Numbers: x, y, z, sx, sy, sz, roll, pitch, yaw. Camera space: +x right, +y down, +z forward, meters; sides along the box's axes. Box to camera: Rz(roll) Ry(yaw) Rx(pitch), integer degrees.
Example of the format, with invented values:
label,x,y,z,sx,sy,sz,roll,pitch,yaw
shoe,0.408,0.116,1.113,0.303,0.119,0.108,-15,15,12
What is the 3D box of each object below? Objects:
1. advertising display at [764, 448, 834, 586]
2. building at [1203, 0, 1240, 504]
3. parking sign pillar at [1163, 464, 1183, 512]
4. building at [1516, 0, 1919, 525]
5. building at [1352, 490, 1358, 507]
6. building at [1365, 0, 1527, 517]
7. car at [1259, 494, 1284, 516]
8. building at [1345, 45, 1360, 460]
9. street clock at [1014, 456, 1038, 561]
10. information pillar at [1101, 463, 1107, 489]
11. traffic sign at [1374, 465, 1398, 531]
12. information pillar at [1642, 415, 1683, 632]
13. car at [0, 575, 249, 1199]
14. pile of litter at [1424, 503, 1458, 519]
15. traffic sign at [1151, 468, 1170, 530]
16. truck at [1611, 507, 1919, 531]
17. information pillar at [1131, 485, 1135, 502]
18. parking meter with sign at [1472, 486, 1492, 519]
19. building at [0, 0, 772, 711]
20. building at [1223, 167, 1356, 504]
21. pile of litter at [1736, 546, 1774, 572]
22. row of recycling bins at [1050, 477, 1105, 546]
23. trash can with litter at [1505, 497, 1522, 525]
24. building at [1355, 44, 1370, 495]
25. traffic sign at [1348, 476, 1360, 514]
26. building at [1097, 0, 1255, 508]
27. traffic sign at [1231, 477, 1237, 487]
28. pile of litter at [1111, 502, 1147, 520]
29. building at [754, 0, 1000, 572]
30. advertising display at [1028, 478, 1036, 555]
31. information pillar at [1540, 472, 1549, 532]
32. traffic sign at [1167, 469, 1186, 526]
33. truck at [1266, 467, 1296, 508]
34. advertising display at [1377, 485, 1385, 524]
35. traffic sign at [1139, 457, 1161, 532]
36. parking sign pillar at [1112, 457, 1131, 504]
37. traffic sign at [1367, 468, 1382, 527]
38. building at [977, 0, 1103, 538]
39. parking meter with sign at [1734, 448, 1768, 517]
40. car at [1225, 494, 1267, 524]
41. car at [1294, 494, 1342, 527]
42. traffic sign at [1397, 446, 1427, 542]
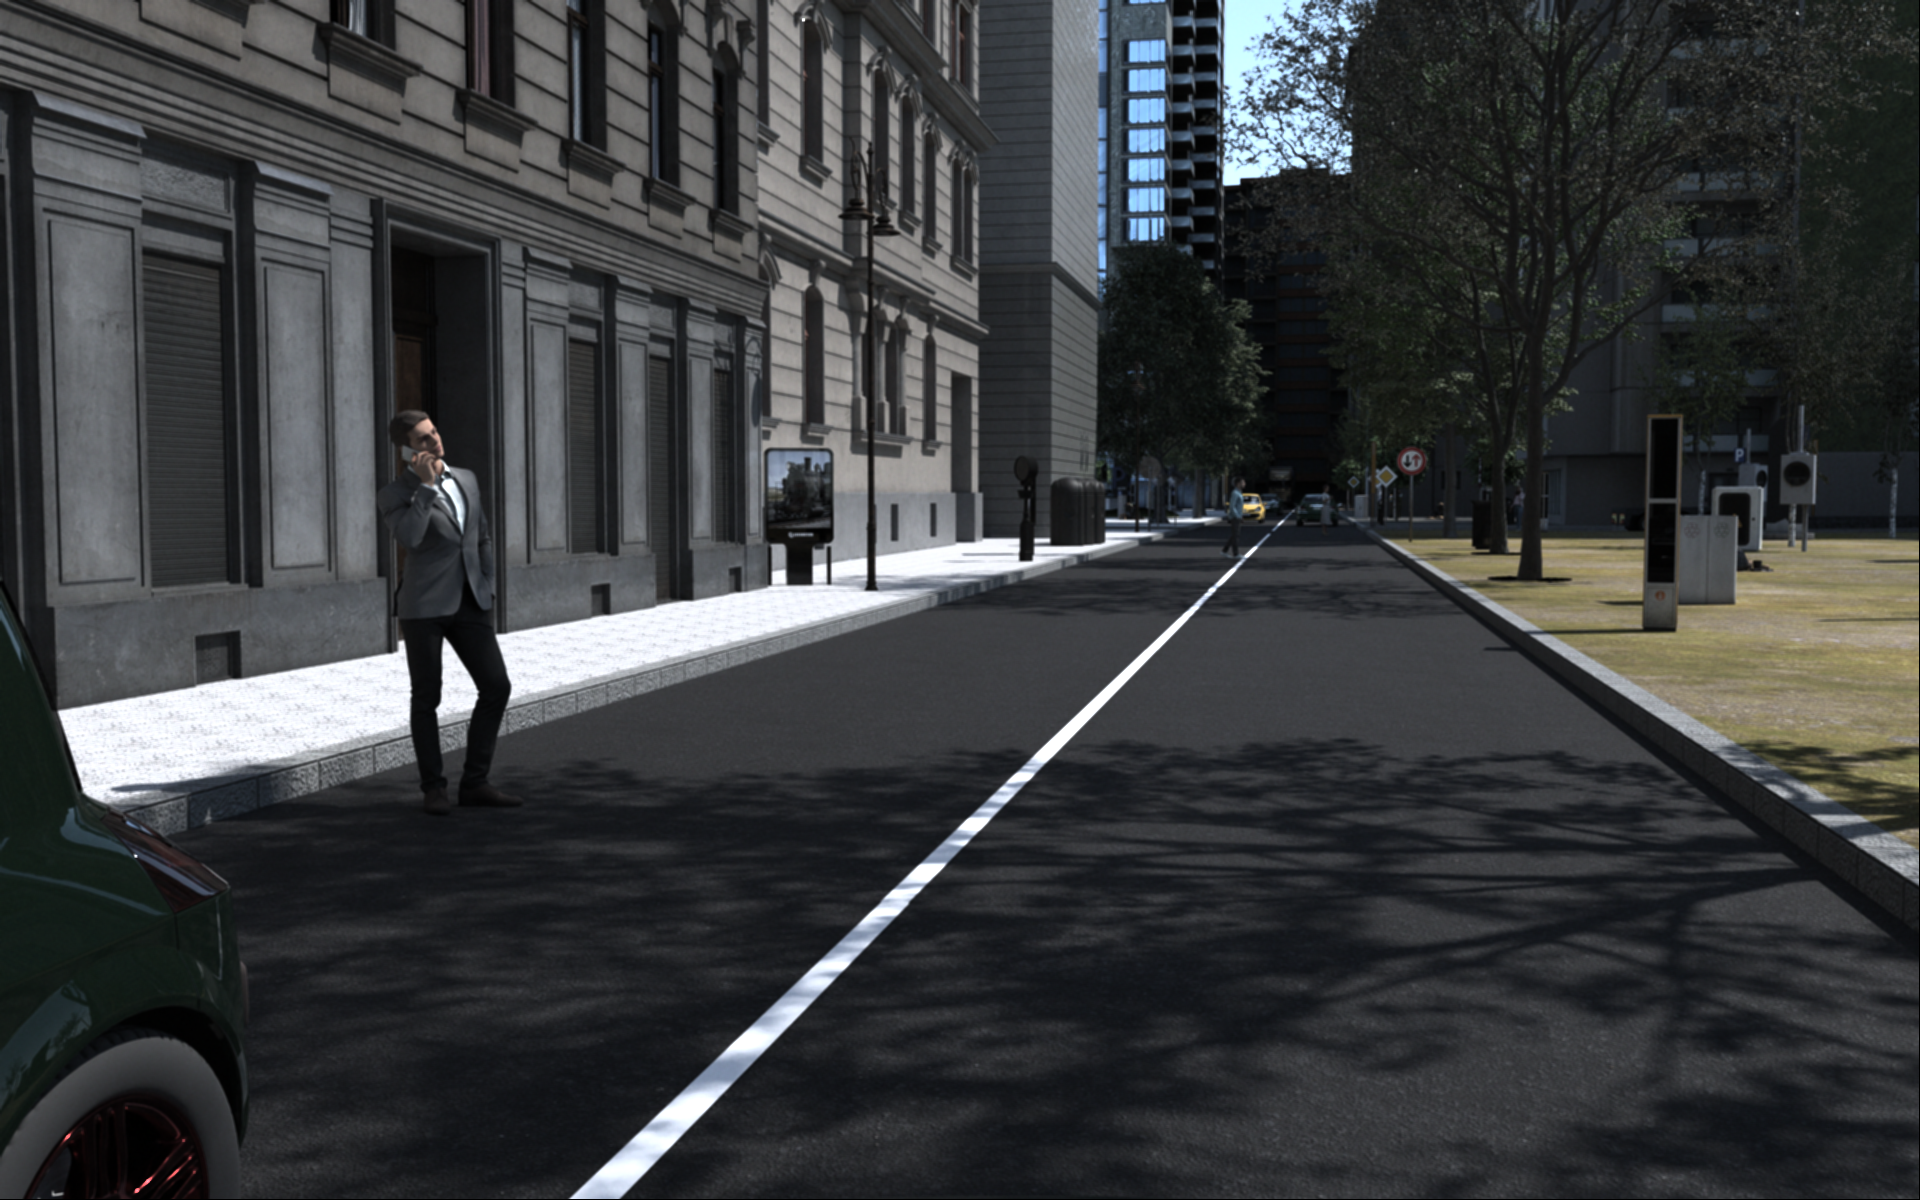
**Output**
label,x,y,z,sx,sy,sz,roll,pitch,yaw
advertising display,-2.261,-1.169,24.321,0.974,1.923,0.123,-1,4,-17
building,19.755,-45.674,185.026,20.563,71.187,20.611,1,4,11
parking sign pillar,15.611,-8.471,126.981,1.447,3.967,1.447,0,3,0
building,31.528,-23.776,72.331,14.086,41.232,14.154,1,4,11
building,50.504,-45.020,174.323,20.563,71.187,20.611,1,4,11
building,31.877,-20.374,104.818,14.160,30.474,14.107,1,4,11
car,20.522,-6.334,115.353,2.131,1.459,4.920,1,4,13
building,58.505,-37.219,197.765,28.713,52.752,27.495,1,4,11
street clock,1.262,-1.743,33.064,0.358,2.002,0.471,-2,4,-35
information pillar,10.397,-8.172,124.972,0.504,3.616,0.183,-2,4,-31
traffic sign,14.730,-3.441,59.909,0.795,2.450,0.064,1,4,11
information pillar,6.576,-0.717,16.214,0.304,2.012,0.304,1,4,23
car,-2.331,0.517,1.337,2.009,1.686,4.222,1,4,12
pile of litter,24.614,-4.555,88.444,1.719,0.858,1.176,1,4,20
traffic sign,7.045,-3.537,61.479,0.795,2.450,0.064,1,4,11
truck,32.549,-4.277,59.690,18.799,4.110,2.967,1,4,10
information pillar,13.765,-8.187,138.351,0.304,2.012,0.304,0,4,-7
parking meter with sign,27.586,-5.780,90.760,1.738,3.016,0.543,-2,4,-33
building,-8.982,-10.157,15.217,9.793,20.994,18.267,1,4,11
building,45.885,-35.530,235.543,28.867,44.769,22.147,1,4,11
pile of litter,12.930,-0.943,29.378,1.176,0.858,1.719,-1,4,-19
row of recycling bins,3.073,-2.273,44.281,1.069,1.692,3.534,1,4,16
trash can with litter,23.253,-3.749,72.689,1.055,1.170,0.624,-1,4,-10
building,43.738,-31.108,158.730,14.600,45.320,14.200,1,4,11
traffic sign,24.750,-6.589,108.915,0.795,2.450,0.064,1,4,17
building,19.647,-54.726,207.437,31.000,86.520,22.319,1,4,11
traffic sign,20.381,-7.814,127.865,0.768,2.556,0.104,1,4,21
pile of litter,8.441,-4.436,86.499,1.719,0.858,1.176,2,4,27
building,-7.678,-15.234,36.458,14.401,28.519,23.554,1,4,11
advertising display,1.514,-1.940,36.936,0.123,1.923,0.974,0,4,-3
information pillar,19.707,-3.311,58.623,0.304,2.012,0.304,3,5,45
traffic sign,8.629,-4.016,69.306,0.795,2.450,0.064,1,4,11
truck,33.657,-11.754,181.091,2.839,4.237,11.283,1,4,13
advertising display,17.735,-4.148,73.041,0.123,1.923,0.974,0,4,2
traffic sign,6.471,-3.610,59.133,0.768,2.556,0.104,1,4,20
parking sign pillar,11.498,-8.254,123.433,1.447,3.967,1.447,2,4,35
traffic sign,16.314,-3.920,67.736,0.795,2.450,0.064,1,4,11
building,-10.690,-17.140,57.736,29.804,29.767,11.434,1,4,11
parking meter with sign,30.215,-4.245,65.663,1.738,3.016,0.543,-1,4,-19
car,14.065,-4.573,84.991,2.015,1.641,3.980,1,4,12
car,16.131,-4.053,78.067,2.131,1.459,4.920,1,4,12
traffic sign,12.094,-2.832,46.417,0.768,2.556,0.104,1,4,12
